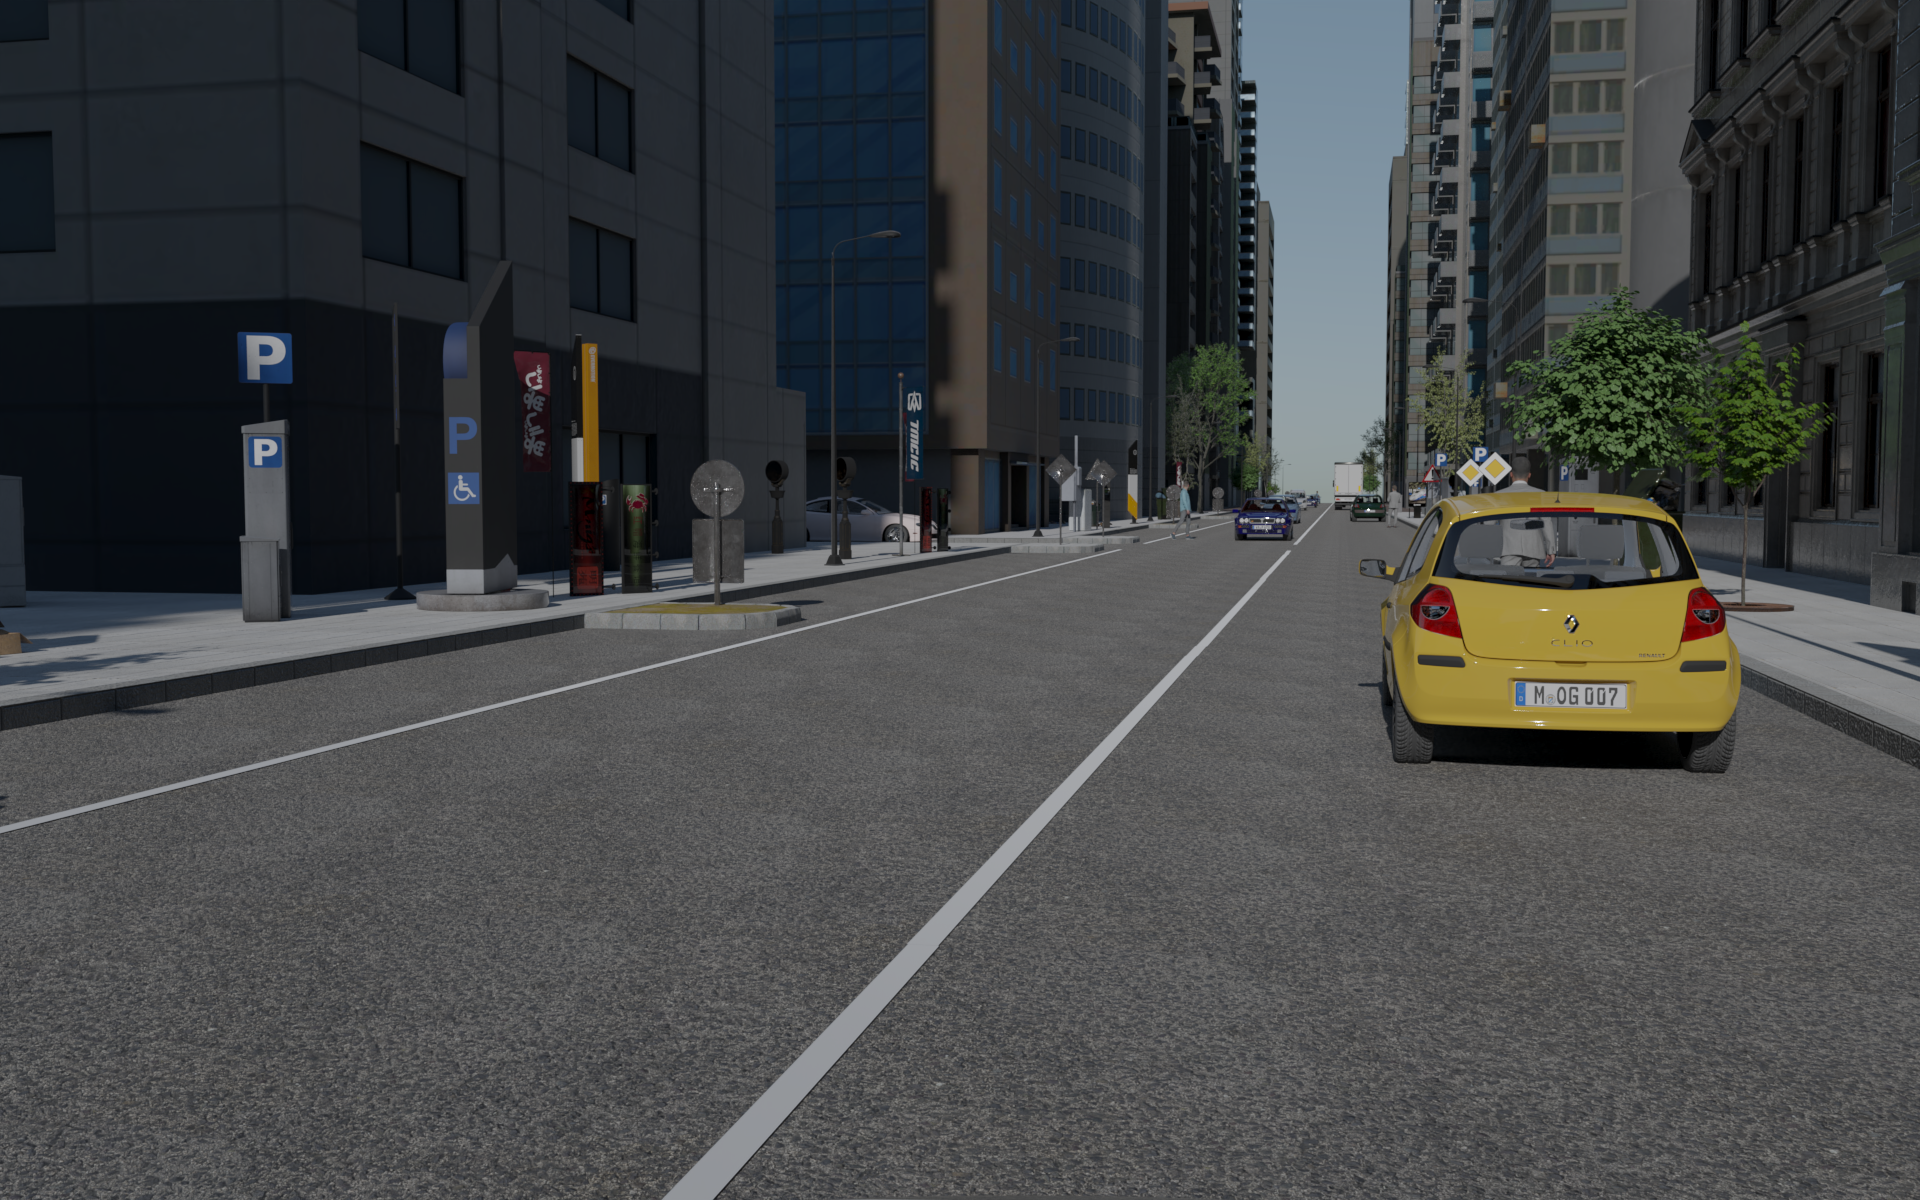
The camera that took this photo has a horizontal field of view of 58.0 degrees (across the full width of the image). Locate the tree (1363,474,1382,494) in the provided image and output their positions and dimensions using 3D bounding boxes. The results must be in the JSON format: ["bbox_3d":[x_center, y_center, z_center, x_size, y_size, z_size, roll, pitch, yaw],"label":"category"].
[{"bbox_3d":[61.063,-16.745,257.500,4.285,4.588,4.351,0,3,0],"label":"tree"}]

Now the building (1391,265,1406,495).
[{"bbox_3d":[61.603,-27.277,217.676,14.160,30.474,14.107,1,4,12],"label":"building"}]

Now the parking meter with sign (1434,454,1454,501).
[{"bbox_3d":[20.820,-4.738,73.732,0.543,3.016,1.738,-1,4,-10],"label":"parking meter with sign"}]

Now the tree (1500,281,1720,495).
[{"bbox_3d":[10.229,-2.630,26.717,4.285,4.588,4.351,0,3,0],"label":"tree"}]

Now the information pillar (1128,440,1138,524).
[{"bbox_3d":[7.420,-5.072,74.280,0.504,3.616,0.183,-3,4,-39],"label":"information pillar"}]

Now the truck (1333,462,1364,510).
[{"bbox_3d":[35.209,-10.283,157.042,2.839,4.237,11.283,1,4,12],"label":"truck"}]

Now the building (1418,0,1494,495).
[{"bbox_3d":[48.495,-31.494,134.533,23.786,49.044,30.456,1,4,12],"label":"building"}]

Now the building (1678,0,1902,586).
[{"bbox_3d":[18.449,-9.978,27.770,10.561,19.102,19.286,1,4,12],"label":"building"}]

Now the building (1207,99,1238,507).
[{"bbox_3d":[20.189,-30.092,175.605,14.154,41.232,14.086,1,4,12],"label":"building"}]

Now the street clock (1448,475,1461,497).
[{"bbox_3d":[18.433,-3.669,64.560,0.358,2.002,0.471,-2,4,-24],"label":"street clock"}]

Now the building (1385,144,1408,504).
[{"bbox_3d":[68.792,-37.314,233.792,21.300,48.544,21.600,1,4,12],"label":"building"}]

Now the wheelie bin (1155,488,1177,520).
[{"bbox_3d":[10.195,-4.822,86.744,0.693,1.594,0.980,2,4,32],"label":"wheelie bin"}]

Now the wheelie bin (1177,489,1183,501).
[{"bbox_3d":[12.729,-5.616,99.725,0.693,1.594,0.980,2,4,31],"label":"wheelie bin"}]

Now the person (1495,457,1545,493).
[{"bbox_3d":[5.401,-0.488,16.753,0.678,1.792,0.850,1,4,16],"label":"person"}]

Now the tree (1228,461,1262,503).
[{"bbox_3d":[27.935,-11.371,169.636,4.285,4.588,4.351,0,3,0],"label":"tree"}]

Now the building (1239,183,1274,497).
[{"bbox_3d":[37.989,-39.668,272.278,21.300,48.544,21.600,1,4,12],"label":"building"}]

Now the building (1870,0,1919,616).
[{"bbox_3d":[13.143,-9.814,9.611,9.793,20.994,18.267,1,4,12],"label":"building"}]

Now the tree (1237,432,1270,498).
[{"bbox_3d":[33.555,-15.212,199.078,4.737,8.622,4.395,0,3,0],"label":"tree"}]

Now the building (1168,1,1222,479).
[{"bbox_3d":[11.672,-30.618,155.225,22.147,44.769,28.867,1,4,12],"label":"building"}]

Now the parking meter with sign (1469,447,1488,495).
[{"bbox_3d":[19.379,-4.203,64.986,0.543,3.016,1.738,1,4,8],"label":"parking meter with sign"}]

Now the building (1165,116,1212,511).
[{"bbox_3d":[11.769,-22.139,133.679,14.160,30.474,14.107,1,4,12],"label":"building"}]

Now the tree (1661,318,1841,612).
[{"bbox_3d":[8.631,-1.511,19.307,1.663,3.219,1.824,0,3,0],"label":"tree"}]

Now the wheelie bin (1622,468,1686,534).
[{"bbox_3d":[8.538,-0.828,21.451,0.693,1.594,0.980,0,4,-4],"label":"wheelie bin"}]

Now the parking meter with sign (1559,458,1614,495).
[{"bbox_3d":[12.551,-2.381,35.186,1.738,3.016,0.543,-1,4,-12],"label":"parking meter with sign"}]

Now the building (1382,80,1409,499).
[{"bbox_3d":[75.454,-57.846,258.454,22.319,86.520,31.000,1,4,12],"label":"building"}]

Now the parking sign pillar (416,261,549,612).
[{"bbox_3d":[-5.388,-1.896,19.465,1.447,3.967,1.447,0,4,2],"label":"parking sign pillar"}]

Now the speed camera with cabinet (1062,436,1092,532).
[{"bbox_3d":[3.989,-3.982,59.445,0.660,3.252,2.038,1,4,19],"label":"speed camera with cabinet"}]

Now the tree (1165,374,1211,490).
[{"bbox_3d":[13.427,-9.482,105.385,4.360,8.622,3.978,0,3,0],"label":"tree"}]

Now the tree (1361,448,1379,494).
[{"bbox_3d":[63.996,-19.657,271.748,4.737,8.622,4.395,0,3,0],"label":"tree"}]

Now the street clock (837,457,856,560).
[{"bbox_3d":[-2.256,-1.799,33.991,0.358,2.002,0.471,-3,4,-39],"label":"street clock"}]

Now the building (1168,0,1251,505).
[{"bbox_3d":[26.928,-47.854,220.667,20.563,71.187,20.611,1,4,12],"label":"building"}]

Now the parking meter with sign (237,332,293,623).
[{"bbox_3d":[-7.236,-1.331,18.021,0.543,3.016,1.738,-1,4,-19],"label":"parking meter with sign"}]

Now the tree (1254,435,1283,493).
[{"bbox_3d":[37.501,-15.993,211.842,4.360,8.622,3.978,0,3,0],"label":"tree"}]

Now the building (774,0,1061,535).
[{"bbox_3d":[-4.381,-25.124,60.885,14.600,45.320,14.200,1,4,12],"label":"building"}]

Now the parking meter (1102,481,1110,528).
[{"bbox_3d":[5.473,-3.617,64.845,0.255,1.863,0.399,0,4,-5],"label":"parking meter"}]

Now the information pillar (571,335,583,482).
[{"bbox_3d":[-5.683,-2.104,25.748,0.183,3.616,0.504,-1,4,-22],"label":"information pillar"}]

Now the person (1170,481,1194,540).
[{"bbox_3d":[7.028,-2.826,54.561,0.748,1.841,0.638,1,4,21],"label":"person"}]

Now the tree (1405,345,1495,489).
[{"bbox_3d":[24.475,-8.328,86.524,4.737,8.622,4.395,0,3,0],"label":"tree"}]

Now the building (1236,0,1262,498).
[{"bbox_3d":[32.144,-57.049,245.427,22.319,86.520,31.000,1,4,12],"label":"building"}]

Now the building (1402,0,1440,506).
[{"bbox_3d":[56.477,-38.846,177.135,21.231,58.520,28.212,1,4,12],"label":"building"}]

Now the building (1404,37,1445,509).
[{"bbox_3d":[47.924,-28.995,157.657,14.154,41.232,14.086,1,4,12],"label":"building"}]

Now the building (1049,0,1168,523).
[{"bbox_3d":[-1.101,-33.493,89.611,21.231,58.520,28.212,1,4,12],"label":"building"}]

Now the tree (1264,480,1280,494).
[{"bbox_3d":[41.494,-14.520,232.006,1.663,3.219,1.824,0,3,0],"label":"tree"}]

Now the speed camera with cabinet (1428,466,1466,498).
[{"bbox_3d":[25.566,-5.908,90.933,0.660,3.252,2.038,-2,4,-34],"label":"speed camera with cabinet"}]

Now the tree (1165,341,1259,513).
[{"bbox_3d":[16.503,-11.767,118.149,9.928,11.665,9.643,0,3,0],"label":"tree"}]

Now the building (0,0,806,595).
[{"bbox_3d":[-15.967,-36.312,31.952,20.611,71.187,20.563,1,4,12],"label":"building"}]

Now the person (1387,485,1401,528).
[{"bbox_3d":[18.495,-3.990,73.937,0.606,1.804,0.583,0,4,-8],"label":"person"}]

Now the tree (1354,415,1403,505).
[{"bbox_3d":[50.025,-16.539,204.825,7.601,10.594,8.767,-1,4,-16],"label":"tree"}]

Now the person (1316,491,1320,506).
[{"bbox_3d":[43.295,-12.317,209.867,0.705,1.826,1.348,0,4,-5],"label":"person"}]

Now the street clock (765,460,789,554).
[{"bbox_3d":[-3.917,-1.991,37.130,0.471,2.002,0.358,2,4,32],"label":"street clock"}]

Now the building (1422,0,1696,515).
[{"bbox_3d":[43.997,-24.974,100.199,32.217,40.220,23.993,1,4,12],"label":"building"}]
